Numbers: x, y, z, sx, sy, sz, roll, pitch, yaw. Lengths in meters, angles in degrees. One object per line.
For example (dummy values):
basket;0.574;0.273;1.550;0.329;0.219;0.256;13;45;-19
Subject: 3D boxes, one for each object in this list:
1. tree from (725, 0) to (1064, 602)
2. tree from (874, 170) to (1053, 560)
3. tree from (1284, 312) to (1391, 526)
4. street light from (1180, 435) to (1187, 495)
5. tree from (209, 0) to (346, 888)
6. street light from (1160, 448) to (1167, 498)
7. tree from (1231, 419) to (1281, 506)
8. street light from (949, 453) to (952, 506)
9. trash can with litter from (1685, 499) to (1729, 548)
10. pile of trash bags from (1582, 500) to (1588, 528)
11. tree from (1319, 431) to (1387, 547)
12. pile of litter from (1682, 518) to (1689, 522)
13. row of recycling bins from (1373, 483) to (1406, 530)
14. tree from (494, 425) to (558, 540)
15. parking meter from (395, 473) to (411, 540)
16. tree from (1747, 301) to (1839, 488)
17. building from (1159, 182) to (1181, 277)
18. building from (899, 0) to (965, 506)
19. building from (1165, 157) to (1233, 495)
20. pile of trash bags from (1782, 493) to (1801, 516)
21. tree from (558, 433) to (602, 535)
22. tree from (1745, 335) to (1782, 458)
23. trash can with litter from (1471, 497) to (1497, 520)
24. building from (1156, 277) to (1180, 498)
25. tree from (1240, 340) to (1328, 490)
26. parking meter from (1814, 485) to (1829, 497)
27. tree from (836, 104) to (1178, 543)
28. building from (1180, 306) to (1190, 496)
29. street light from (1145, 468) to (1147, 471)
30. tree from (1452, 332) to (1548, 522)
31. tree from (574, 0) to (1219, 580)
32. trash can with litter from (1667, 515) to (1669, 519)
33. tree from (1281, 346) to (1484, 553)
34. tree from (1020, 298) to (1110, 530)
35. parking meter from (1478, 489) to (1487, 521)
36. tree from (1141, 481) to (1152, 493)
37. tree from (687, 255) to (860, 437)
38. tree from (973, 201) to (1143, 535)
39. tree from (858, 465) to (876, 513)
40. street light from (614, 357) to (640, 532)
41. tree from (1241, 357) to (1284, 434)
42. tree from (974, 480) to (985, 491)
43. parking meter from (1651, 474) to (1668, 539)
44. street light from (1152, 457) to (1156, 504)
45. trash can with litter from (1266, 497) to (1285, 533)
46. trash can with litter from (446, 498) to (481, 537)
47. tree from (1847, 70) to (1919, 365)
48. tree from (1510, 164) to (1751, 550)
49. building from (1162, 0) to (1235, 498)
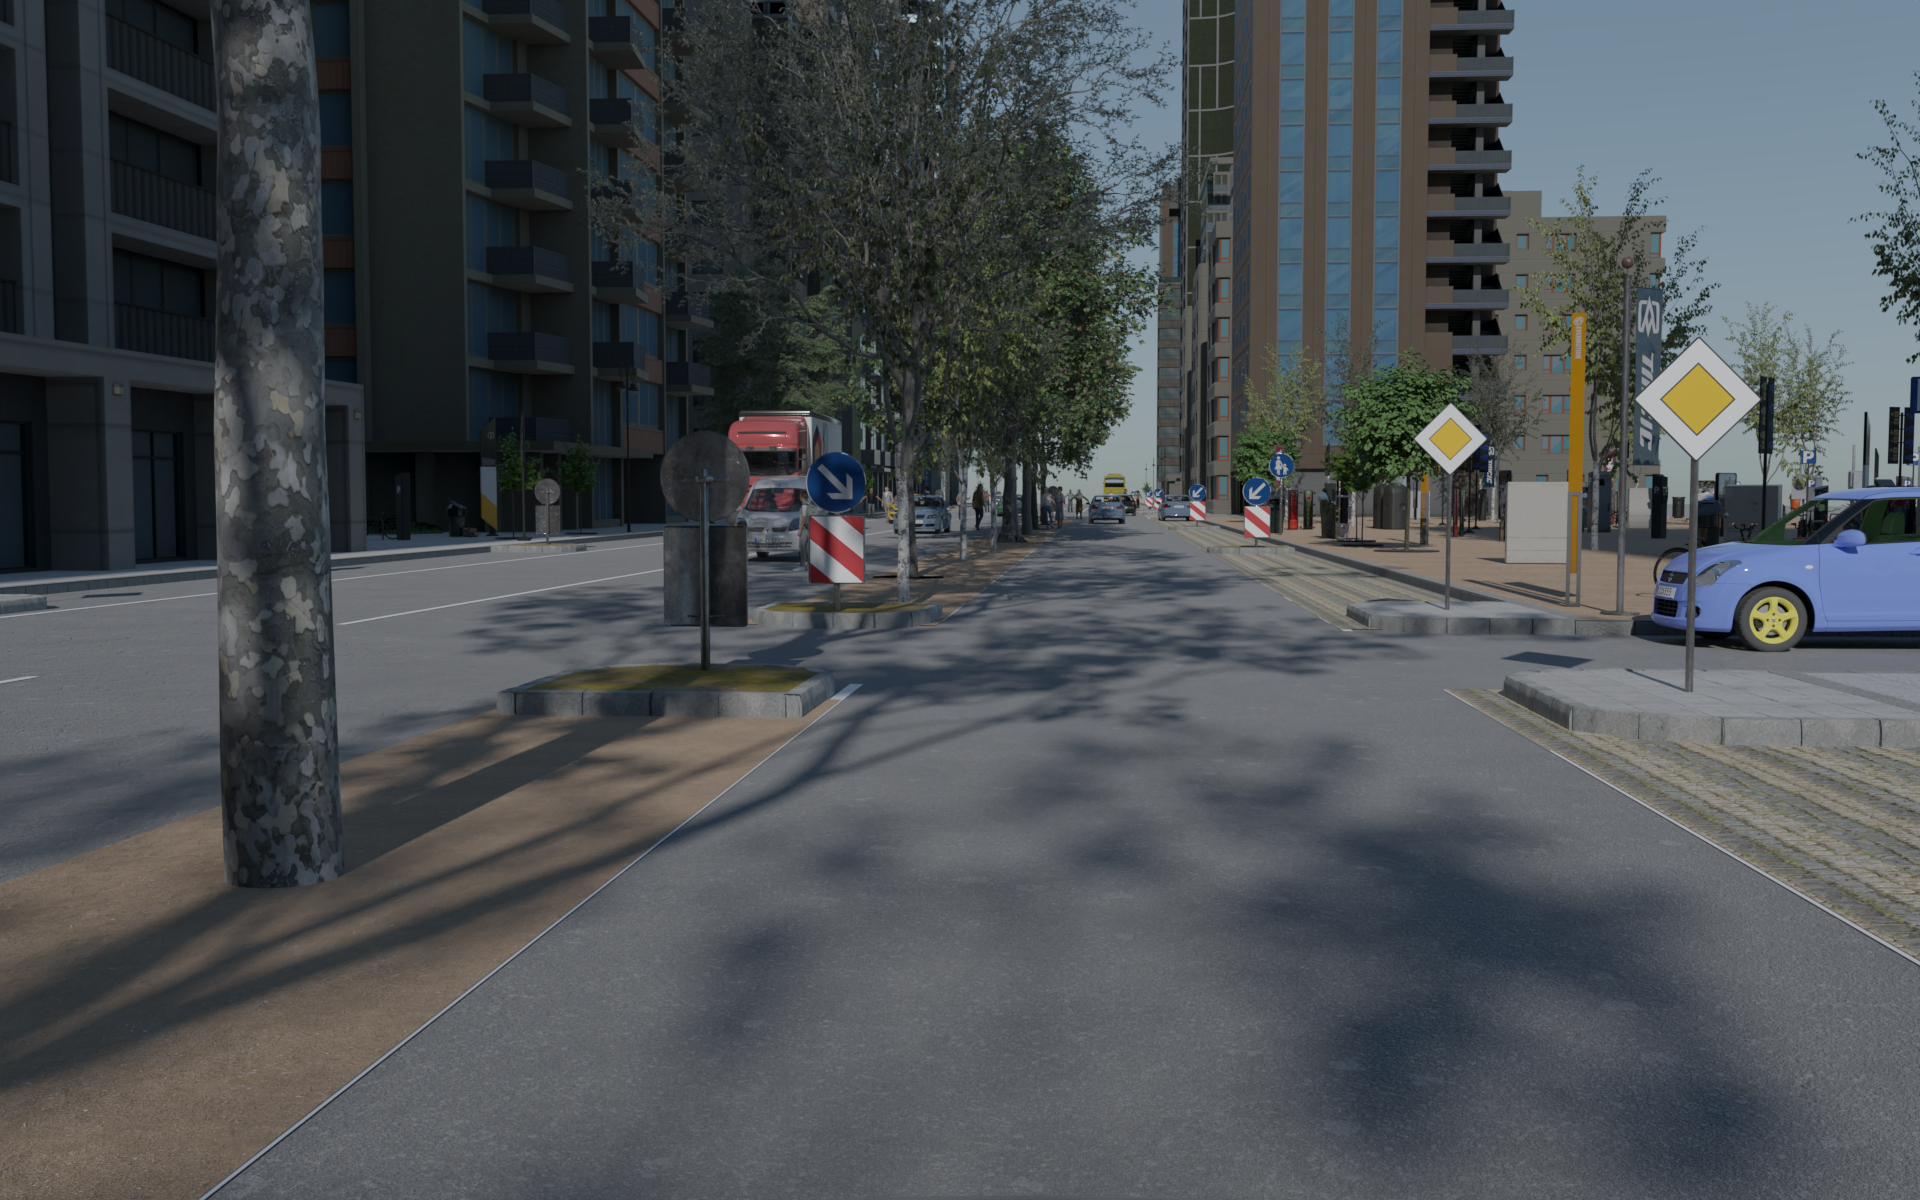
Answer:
tree;-0.704;-4.166;20.926;4.360;8.622;3.978;0;3;0
tree;0.056;-5.188;37.648;4.737;8.622;4.395;0;3;0
tree;15.703;-7.267;69.181;4.360;8.622;3.978;0;3;0
street light;17.037;-9.762;132.390;0.468;5.910;1.993;0;4;5
tree;-1.380;-8.963;4.894;12.611;20.169;13.585;0;3;0
street light;20.756;-12.576;178.408;0.468;5.910;1.993;0;4;5
tree;13.315;-5.617;75.559;4.285;4.588;4.351;0;3;0
street light;-0.910;-12.704;180.500;0.468;5.910;1.993;0;4;5
trash can with litter;15.121;-1.451;35.110;0.624;1.170;1.055;3;5;39
pile of trash bags;22.084;-3.420;65.666;3.447;1.369;1.912;-1;4;-11
tree;9.803;-2.940;42.673;1.663;3.219;1.824;0;3;0
pile of litter;33.869;-3.971;78.885;1.719;0.858;1.176;3;5;41
row of recycling bins;15.805;-3.467;63.793;1.069;1.692;3.534;0;4;6
tree;-12.720;-3.329;49.031;1.663;3.219;1.824;0;3;0
parking meter;-15.466;-2.592;48.084;0.399;1.863;0.255;3;5;43
tree;30.617;-7.041;65.483;4.737;8.622;4.395;0;3;0
building;35.131;-36.330;244.109;14.600;45.320;14.200;0;4;5
building;-9.976;-55.845;225.731;22.319;86.520;31.000;0;4;5
building;38.852;-30.372;188.460;32.217;40.220;23.993;0;4;5
pile of trash bags;42.453;-4.939;90.505;3.447;1.369;1.912;-1;4;-16
tree;-12.223;-3.702;55.131;1.663;3.219;1.824;0;3;0
tree;36.217;-7.573;74.177;4.360;8.622;3.978;0;3;0
trash can with litter;26.757;-4.665;87.332;2.233;1.210;1.678;2;4;25
building;33.180;-28.035;230.073;14.160;30.474;14.107;0;4;5
tree;15.484;-8.071;82.317;4.737;8.622;4.395;0;3;0
parking meter;24.859;-2.544;50.013;0.372;1.533;0.369;0;3;0
tree;1.478;-8.011;50.441;9.611;12.733;9.660;0;3;0
building;34.032;-18.817;152.704;27.650;21.520;28.899;0;4;5
street light;27.141;-17.113;252.580;0.468;5.910;1.993;0;4;5
tree;24.793;-7.926;79.955;4.360;8.622;3.978;0;3;0
tree;-0.896;-7.111;29.092;12.009;13.543;11.850;0;3;0
trash can with litter;35.390;-4.744;88.620;1.678;1.210;2.233;-3;4;-36
tree;9.873;-3.348;38.461;4.285;4.588;4.351;0;3;0
tree;3.781;-9.247;79.396;9.928;11.665;9.643;0;3;0
parking meter;25.197;-4.592;83.487;0.372;1.533;0.369;0;3;0
tree;26.947;-15.572;249.209;1.663;3.219;1.824;0;3;0
tree;-9.691;-11.268;90.883;9.857;13.997;8.962;0;3;0
tree;2.405;-8.508;59.685;7.486;12.596;7.792;0;3;0
tree;-6.485;-7.440;116.242;1.663;3.219;1.824;0;3;0
street light;-11.204;-5.238;58.426;0.468;5.910;1.993;0;4;5
tree;16.693;-8.474;88.912;4.360;8.622;3.978;0;3;0
tree;2.838;-14.511;231.852;1.663;3.219;1.824;0;3;0
parking meter;20.149;-2.701;49.874;0.255;1.863;0.399;-2;4;-28
street light;24.070;-14.844;215.484;0.468;5.910;1.993;0;4;5
trash can with litter;10.302;-2.773;56.732;0.624;1.170;1.055;0;4;6
trash can with litter;-14.776;-2.460;51.600;1.055;1.170;0.624;1;4;18
tree;17.466;-4.866;29.914;4.360;8.622;3.978;0;3;0
tree;14.734;-5.437;39.265;4.737;8.622;4.395;0;3;0
building;35.433;-47.278;211.252;20.563;71.187;20.611;0;4;5
